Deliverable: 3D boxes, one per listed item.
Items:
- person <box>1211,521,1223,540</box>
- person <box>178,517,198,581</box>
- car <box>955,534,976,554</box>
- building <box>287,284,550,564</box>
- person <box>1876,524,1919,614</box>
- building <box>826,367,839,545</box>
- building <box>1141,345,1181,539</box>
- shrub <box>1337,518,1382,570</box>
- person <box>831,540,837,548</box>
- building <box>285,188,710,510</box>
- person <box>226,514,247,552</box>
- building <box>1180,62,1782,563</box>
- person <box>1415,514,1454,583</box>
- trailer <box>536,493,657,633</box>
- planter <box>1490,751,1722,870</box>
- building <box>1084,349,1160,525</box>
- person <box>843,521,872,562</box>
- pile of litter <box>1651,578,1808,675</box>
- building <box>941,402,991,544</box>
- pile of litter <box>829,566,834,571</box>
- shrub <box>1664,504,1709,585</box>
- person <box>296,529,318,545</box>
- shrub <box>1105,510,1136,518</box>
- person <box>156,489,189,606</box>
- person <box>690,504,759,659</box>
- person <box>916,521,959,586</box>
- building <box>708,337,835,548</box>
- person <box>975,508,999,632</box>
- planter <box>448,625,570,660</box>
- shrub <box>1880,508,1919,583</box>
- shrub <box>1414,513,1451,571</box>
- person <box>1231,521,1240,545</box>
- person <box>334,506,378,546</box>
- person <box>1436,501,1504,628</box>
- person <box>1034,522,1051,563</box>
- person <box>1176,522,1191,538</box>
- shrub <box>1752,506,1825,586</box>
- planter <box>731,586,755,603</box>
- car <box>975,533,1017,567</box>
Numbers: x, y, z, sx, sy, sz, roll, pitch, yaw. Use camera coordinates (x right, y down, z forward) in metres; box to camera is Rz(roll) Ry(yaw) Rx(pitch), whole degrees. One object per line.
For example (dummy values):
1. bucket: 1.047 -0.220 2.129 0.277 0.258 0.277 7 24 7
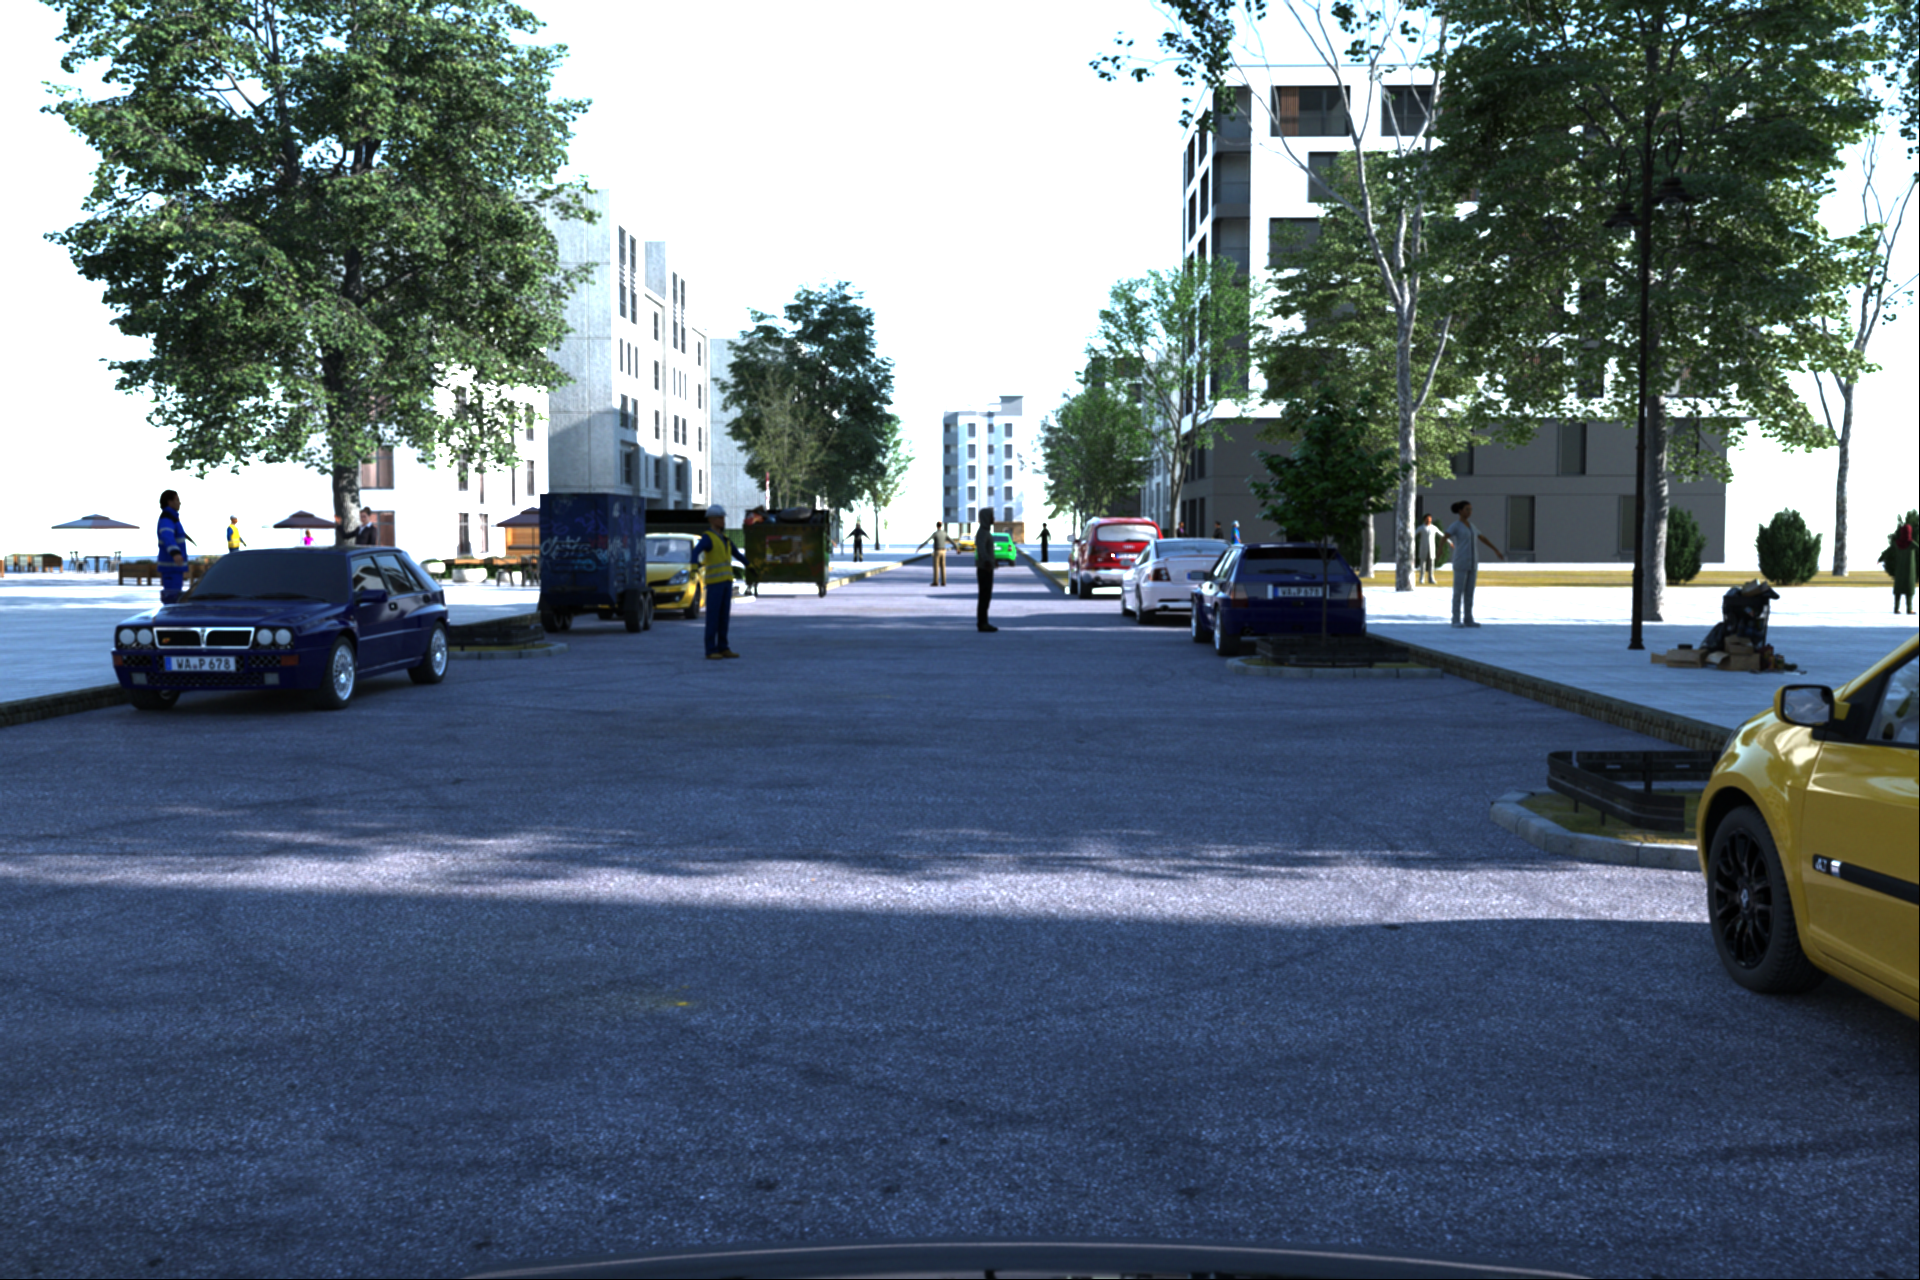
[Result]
1. person: 11.069 -4.194 74.507 0.705 1.837 1.347 2 4 30
2. person: -21.586 -2.548 47.795 1.346 1.812 0.704 2 4 26
3. car: 0.637 -6.984 124.410 2.015 1.641 3.980 0 4 1
4. building: -21.651 -7.971 72.481 9.099 9.664 28.070 0 4 2
5. person: 15.233 -1.141 27.861 0.599 1.438 0.989 -3 4 -36
6. building: -19.795 -20.721 195.213 16.016 20.090 11.380 0 4 1
7. building: 27.569 -18.608 170.705 16.747 18.905 31.486 0 4 1
8. shrub: 14.102 -3.502 61.304 1.661 2.075 1.752 0 3 0
9. person: -3.902 -2.451 45.929 1.347 1.847 0.705 -2 4 -32
10. building: -25.994 -14.572 104.707 16.747 18.905 31.486 0 4 1
11. person: -19.812 -2.531 47.354 0.705 1.833 1.349 0 4 -5
12. building: 25.431 -15.161 91.862 27.936 21.610 32.646 0 4 1
13. person: 12.140 -2.372 44.965 1.347 1.806 0.705 0 4 -3
14. trailer: -5.347 -1.085 24.781 1.471 1.999 3.904 0 4 1
15. planter: 3.644 0.787 8.279 1.991 0.319 1.994 0 4 1
16. building: 28.709 -22.250 207.768 27.936 21.610 32.646 0 4 1
17. person: -4.617 -4.429 78.189 1.354 1.856 0.705 1 4 14
18. pile of litter: 7.366 -0.164 16.642 1.176 0.858 1.719 0 4 1
19. building: -2.177 -23.248 238.974 11.380 20.090 16.016 0 4 -2
20. pile of litter: -5.005 -2.847 60.519 1.176 0.858 1.719 0 4 1
21. shrub: 17.940 -2.423 43.662 1.661 2.075 1.752 0 3 0
22. person: -21.515 -2.922 57.034 0.599 1.433 0.991 2 4 35
23. shrub: 5.131 -3.174 55.940 1.661 2.075 1.752 0 3 0
24. person: -9.570 -0.925 21.107 0.704 1.831 1.345 -1 4 -22
25. person: -2.727 -0.675 19.954 0.721 1.772 1.216 2 4 29
26. person: -0.588 -2.389 47.792 1.348 1.796 0.705 -2 4 -30
27. building: -22.551 -18.675 171.795 16.747 18.905 31.486 0 4 2
28. person: 0.403 -1.033 25.476 0.705 1.813 1.348 0 4 6
29. planter: -5.780 0.025 20.730 1.991 0.319 1.994 0 4 1
30. shrub: 25.046 -2.511 45.466 1.690 2.028 1.600 0 3 0
31. shrub: 16.176 -3.394 59.912 1.690 2.028 1.600 0 3 0
32. person: 11.320 -3.974 71.104 0.704 1.817 1.347 0 4 2
33. person: -9.750 -1.290 27.934 0.742 1.727 0.445 0 4 -4
34. person: 6.988 -1.041 23.793 1.217 1.739 0.721 -2 4 -29
35. person: 3.754 -4.358 77.434 0.705 1.806 1.347 2 4 35
36. person: 9.527 -4.185 74.655 1.346 1.802 0.704 -3 4 -36
37. shrub: 20.594 -2.364 43.070 1.690 2.028 1.600 0 3 0
38. planter: -5.442 -0.970 36.996 1.991 0.319 1.994 0 4 2
39. car: 1.573 -4.198 77.439 1.959 1.807 4.718 0 4 1
